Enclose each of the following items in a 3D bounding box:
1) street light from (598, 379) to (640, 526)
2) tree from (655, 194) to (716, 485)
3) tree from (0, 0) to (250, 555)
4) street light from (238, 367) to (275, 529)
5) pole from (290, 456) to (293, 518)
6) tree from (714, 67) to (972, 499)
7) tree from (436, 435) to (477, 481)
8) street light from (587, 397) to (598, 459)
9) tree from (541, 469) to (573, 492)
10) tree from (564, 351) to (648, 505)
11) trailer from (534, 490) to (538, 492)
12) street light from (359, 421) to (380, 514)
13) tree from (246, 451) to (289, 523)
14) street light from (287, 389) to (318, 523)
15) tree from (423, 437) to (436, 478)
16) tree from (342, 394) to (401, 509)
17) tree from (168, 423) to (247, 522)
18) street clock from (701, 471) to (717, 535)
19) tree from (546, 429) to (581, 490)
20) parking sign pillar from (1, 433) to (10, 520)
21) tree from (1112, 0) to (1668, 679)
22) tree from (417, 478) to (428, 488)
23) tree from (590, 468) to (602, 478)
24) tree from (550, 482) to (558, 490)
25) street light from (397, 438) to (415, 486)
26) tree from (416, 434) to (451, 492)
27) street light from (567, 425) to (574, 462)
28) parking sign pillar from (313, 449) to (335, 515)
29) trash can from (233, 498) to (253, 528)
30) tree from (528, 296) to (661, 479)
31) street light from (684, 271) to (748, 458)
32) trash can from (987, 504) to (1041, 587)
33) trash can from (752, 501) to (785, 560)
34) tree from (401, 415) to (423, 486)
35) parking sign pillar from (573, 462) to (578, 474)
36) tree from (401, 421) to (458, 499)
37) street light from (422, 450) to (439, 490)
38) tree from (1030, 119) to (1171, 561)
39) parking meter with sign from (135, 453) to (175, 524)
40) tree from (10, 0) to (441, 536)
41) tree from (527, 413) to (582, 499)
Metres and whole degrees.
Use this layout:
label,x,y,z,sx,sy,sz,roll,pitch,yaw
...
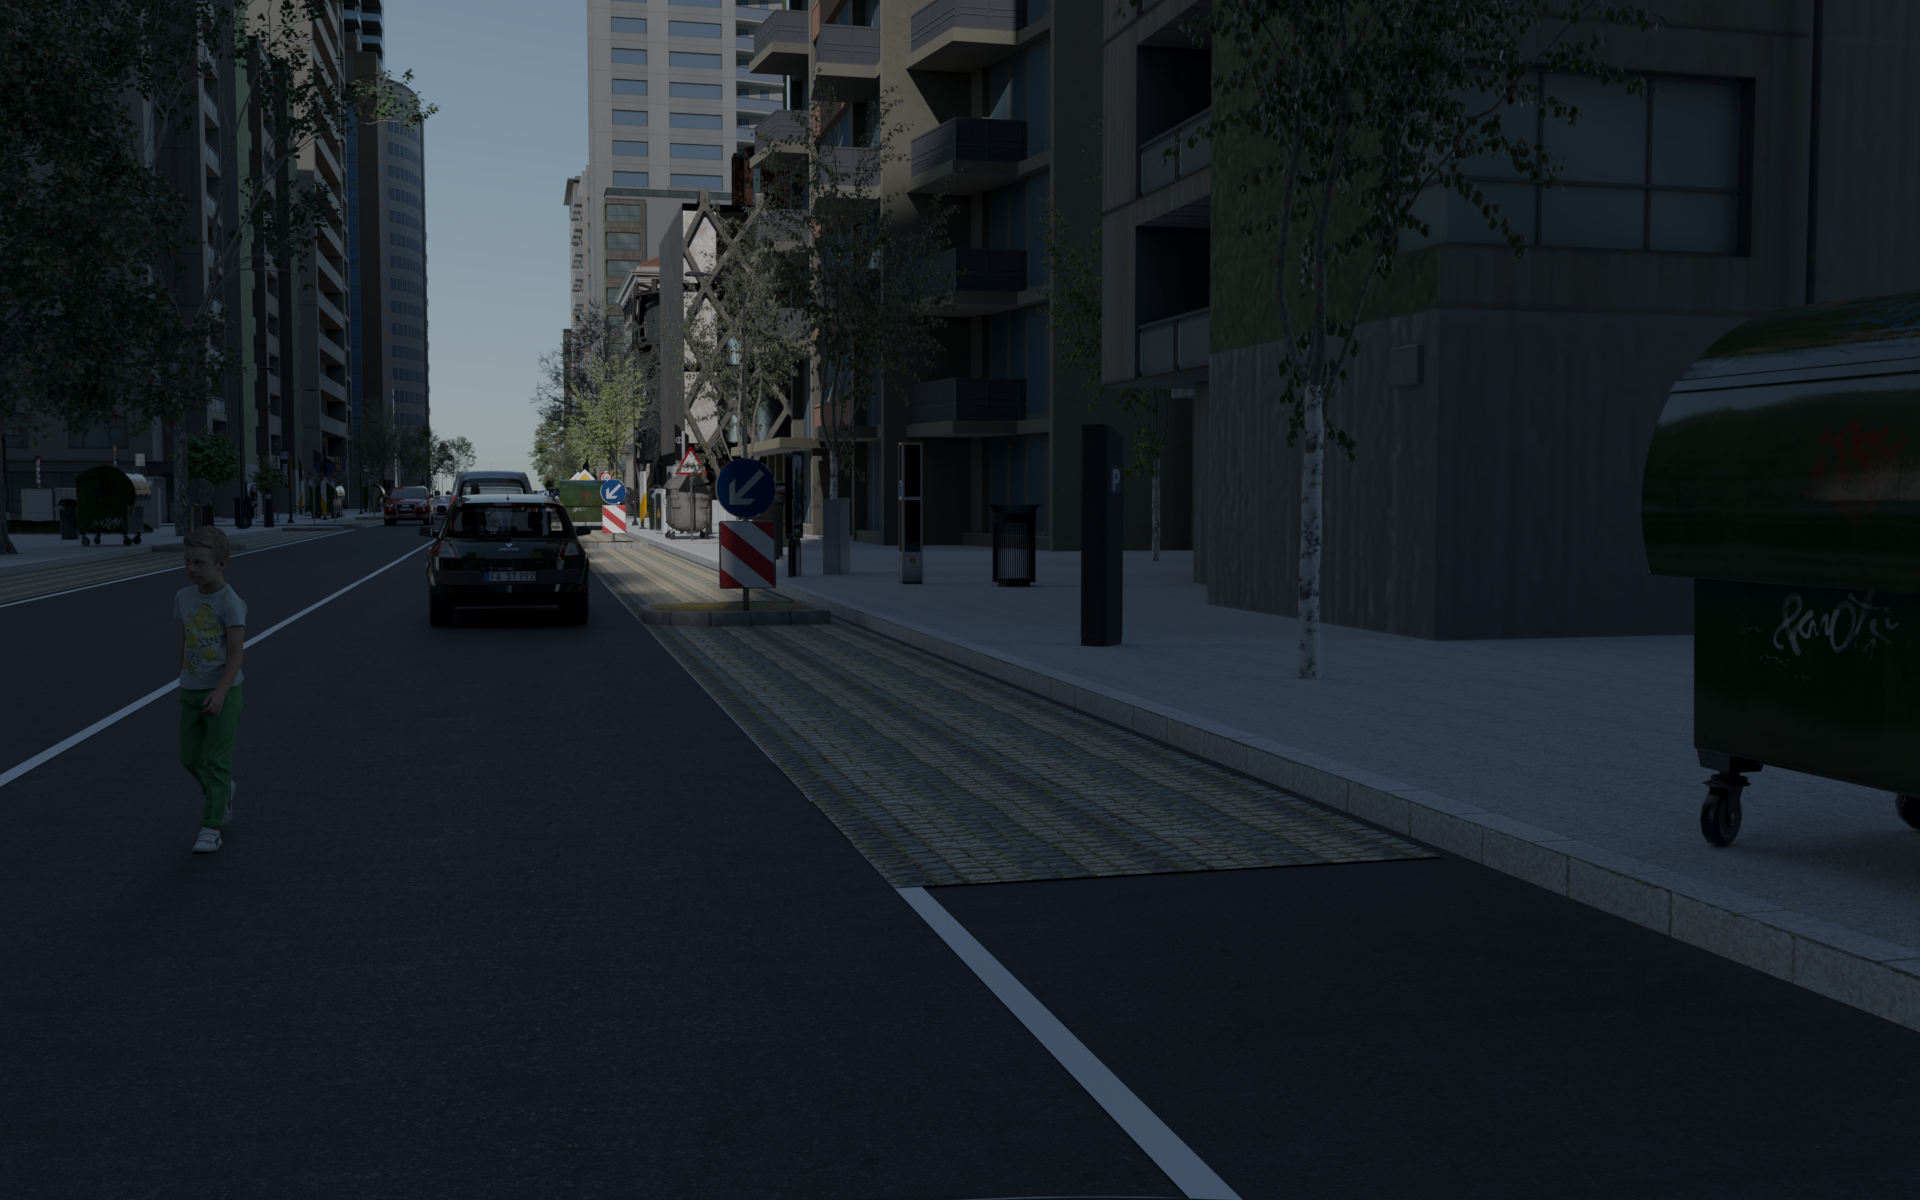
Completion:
label,x,y,z,sx,sy,sz,roll,pitch,yaw
street light,-13.734,-5.968,70.119,1.470,5.913,1.316,-1,4,-14
tree,-5.230,-5.582,41.620,4.360,8.622,3.978,0,3,0
tree,-20.638,-7.323,36.732,9.611,12.733,9.660,0,3,0
street light,-25.701,-5.548,63.251,1.470,5.913,1.316,-1,4,-14
pole,-36.143,-6.093,93.458,0.158,3.312,0.155,0,3,0
tree,-2.040,-4.932,30.997,4.360,8.622,3.978,0,3,0
tree,-88.087,-23.046,302.561,9.928,11.665,9.643,0,3,0
street light,-17.051,-6.769,83.207,1.470,5.913,1.316,-1,4,-14
tree,-46.069,-13.490,204.271,4.285,4.588,4.351,0,3,0
tree,-17.738,-8.426,88.129,4.737,8.622,4.395,0,3,0
trailer,-67.952,-16.499,276.814,1.471,1.999,3.904,-1,4,-12
street light,-37.631,-8.427,110.326,1.470,5.913,1.316,-1,4,-14
tree,-31.169,-5.097,77.945,1.663,3.219,1.824,0,3,0
street light,-28.942,-6.341,76.211,1.470,5.913,1.316,-1,4,-14
tree,-50.115,-12.680,157.675,4.360,8.622,3.978,0,3,0
tree,-44.903,-11.099,131.827,4.360,8.622,3.978,0,3,0
tree,-35.065,-5.935,80.750,4.285,4.588,4.351,0,3,0
street clock,-7.872,-3.040,54.271,0.471,2.002,0.358,0,4,2
tree,-42.710,-14.439,186.440,4.360,8.622,3.978,0,3,0
parking sign pillar,-42.942,-5.400,76.759,1.447,3.967,1.447,-1,4,-16
tree,2.669,-3.761,11.859,4.360,8.622,3.978,0,3,0
tree,-58.035,-11.786,187.309,1.663,3.219,1.824,0,3,0
tree,-27.314,-8.251,129.511,1.663,3.219,1.824,0,3,0
tree,-56.438,-15.087,241.272,1.663,3.219,1.824,0,3,0
street light,-47.505,-10.791,148.966,1.470,5.913,1.316,-1,4,-14
tree,-64.437,-15.983,211.685,4.737,8.622,4.395,0,3,0
street light,-25.680,-8.837,117.027,1.470,5.913,1.316,-1,4,-14
parking sign pillar,-37.867,-7.024,103.307,1.447,3.967,1.447,-1,4,-15
trash can,-27.123,-3.295,65.528,0.748,1.137,0.748,0,3,0
tree,-21.693,-12.068,107.674,12.009,13.543,11.850,0,3,0
street light,-5.049,-3.900,36.312,1.470,5.913,1.316,-1,4,-14
trash can,0.752,-0.761,24.091,0.748,1.137,0.748,0,3,0
trash can,-3.772,-1.364,33.952,0.748,1.137,0.748,0,3,0
tree,-45.986,-11.443,137.461,4.360,8.622,3.978,0,3,0
parking sign pillar,-32.787,-9.736,147.657,1.447,3.967,1.447,-1,4,-13
tree,-67.903,-17.598,222.142,7.601,10.594,8.767,2,4,27
street light,-56.137,-12.861,182.812,1.470,5.913,1.316,-1,4,-14
tree,3.516,-5.052,32.961,4.737,8.622,4.395,0,3,0
parking meter with sign,-34.864,-4.828,75.194,0.543,3.016,1.738,1,4,21
tree,-22.527,-11.960,51.435,12.611,20.169,13.585,0,3,0
tree,-54.049,-19.170,231.547,7.486,12.596,7.792,0,3,0
